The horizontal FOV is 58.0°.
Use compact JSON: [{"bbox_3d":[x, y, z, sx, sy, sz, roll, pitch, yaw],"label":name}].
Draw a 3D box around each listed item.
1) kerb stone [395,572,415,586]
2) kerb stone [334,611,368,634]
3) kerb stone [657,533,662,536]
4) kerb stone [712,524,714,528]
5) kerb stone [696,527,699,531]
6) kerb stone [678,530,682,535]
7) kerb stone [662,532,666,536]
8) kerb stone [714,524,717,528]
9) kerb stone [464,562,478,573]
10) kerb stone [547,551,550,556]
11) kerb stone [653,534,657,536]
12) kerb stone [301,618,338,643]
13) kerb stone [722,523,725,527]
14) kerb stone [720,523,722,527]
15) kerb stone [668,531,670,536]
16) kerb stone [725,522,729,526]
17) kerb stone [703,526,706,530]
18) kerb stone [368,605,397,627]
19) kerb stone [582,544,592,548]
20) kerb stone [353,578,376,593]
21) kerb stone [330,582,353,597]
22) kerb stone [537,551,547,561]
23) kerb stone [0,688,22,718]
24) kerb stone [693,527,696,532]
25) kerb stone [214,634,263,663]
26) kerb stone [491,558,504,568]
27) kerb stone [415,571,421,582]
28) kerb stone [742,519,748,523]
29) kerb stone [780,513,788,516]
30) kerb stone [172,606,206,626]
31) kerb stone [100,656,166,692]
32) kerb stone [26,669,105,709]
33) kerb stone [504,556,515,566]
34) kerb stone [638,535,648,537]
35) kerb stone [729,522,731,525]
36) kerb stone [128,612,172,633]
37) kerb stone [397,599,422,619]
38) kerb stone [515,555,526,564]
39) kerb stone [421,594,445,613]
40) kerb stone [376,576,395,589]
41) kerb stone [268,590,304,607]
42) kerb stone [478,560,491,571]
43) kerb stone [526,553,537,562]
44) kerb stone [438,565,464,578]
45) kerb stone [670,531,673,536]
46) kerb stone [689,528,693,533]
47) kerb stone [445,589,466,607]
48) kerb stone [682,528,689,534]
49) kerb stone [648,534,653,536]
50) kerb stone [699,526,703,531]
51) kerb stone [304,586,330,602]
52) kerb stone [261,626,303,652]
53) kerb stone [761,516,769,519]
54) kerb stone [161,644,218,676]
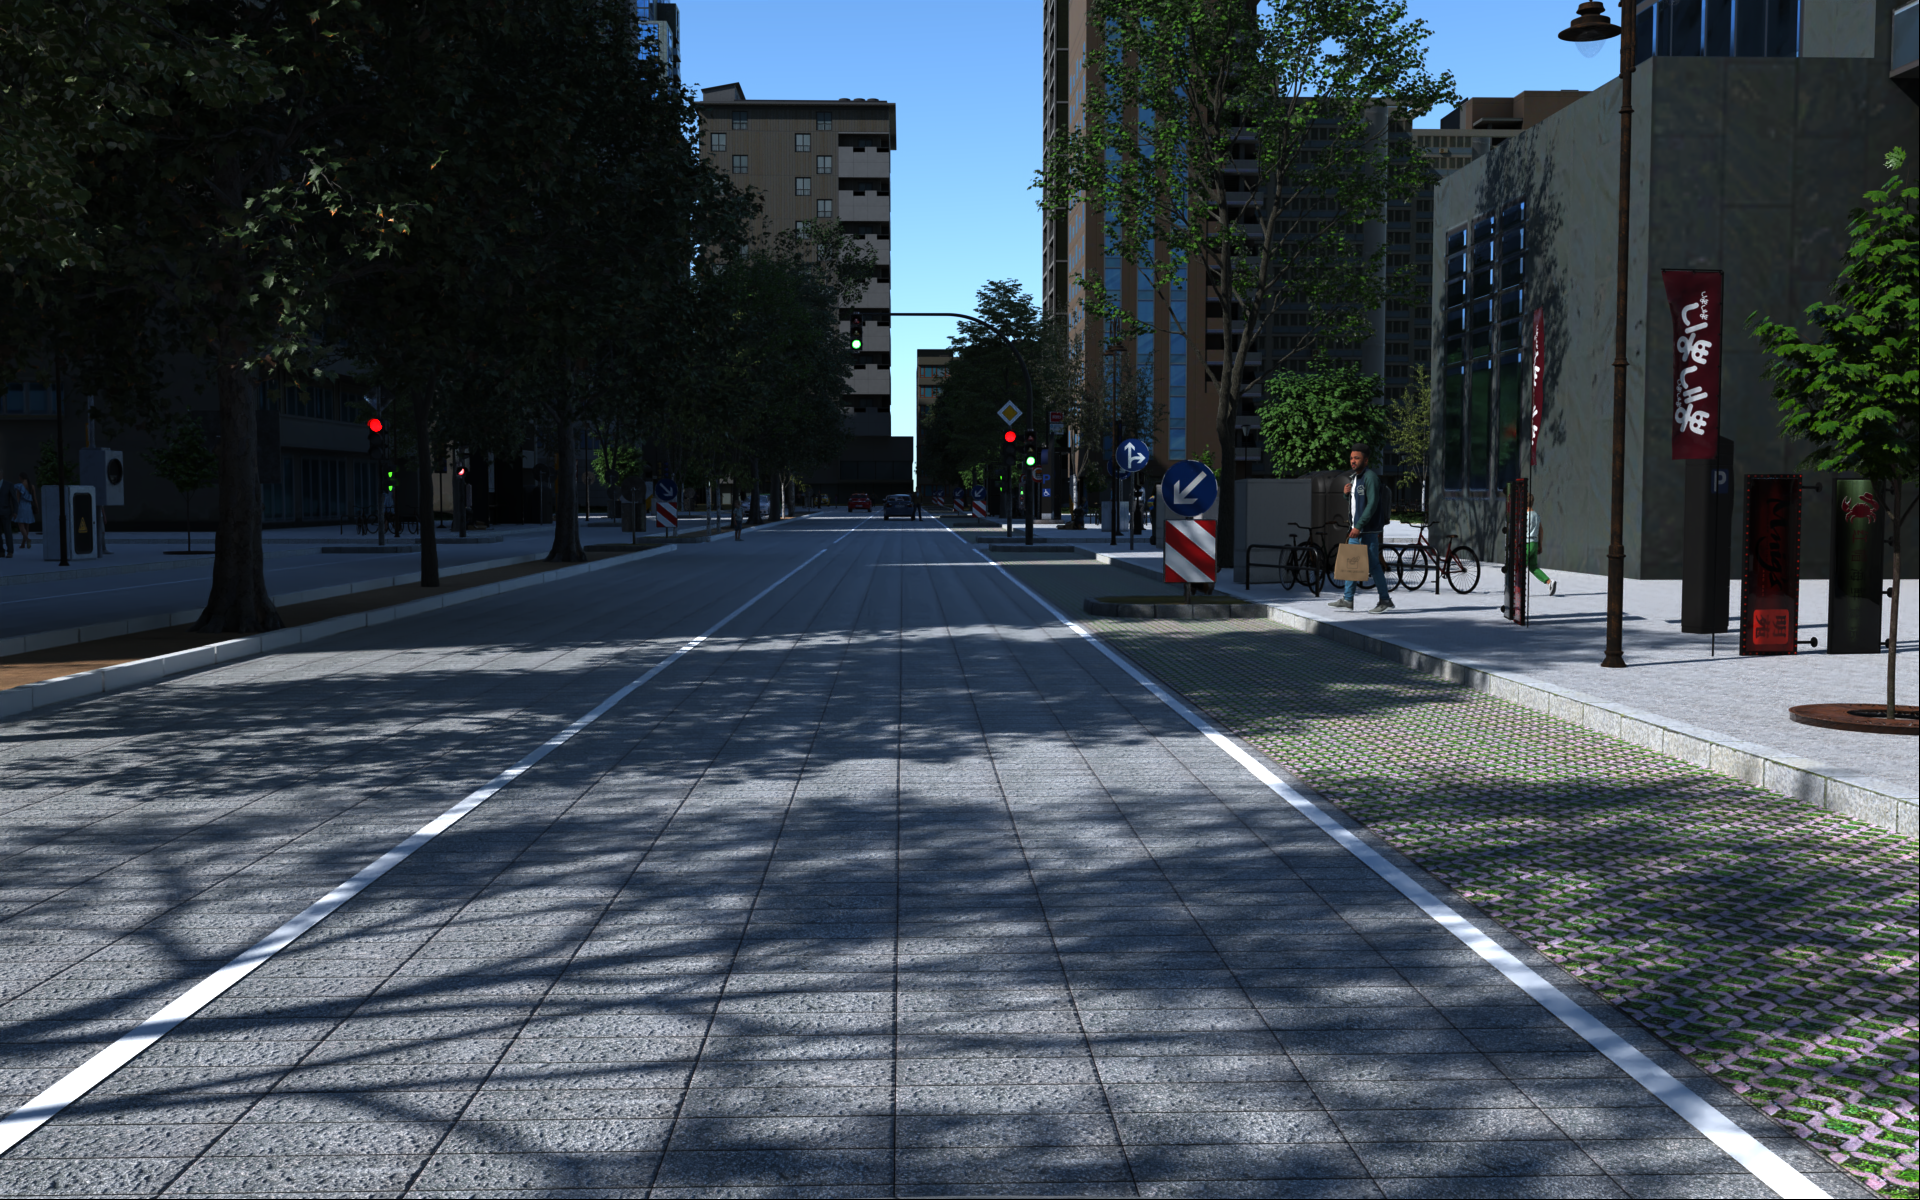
[{"bbox_3d":[-8.840,-0.312,27.339,0.120,0.150,1.000,0,4,-2],"label":"kerb stone"},{"bbox_3d":[-6.451,0.246,18.175,0.120,0.150,1.000,0,4,-2],"label":"kerb stone"},{"bbox_3d":[-9.779,-2.039,55.536,0.120,0.150,1.000,0,4,-2],"label":"kerb stone"},{"bbox_3d":[-10.280,-2.978,70.908,0.120,0.150,1.000,0,4,-2],"label":"kerb stone"},{"bbox_3d":[-10.110,-2.666,65.782,0.120,0.150,1.000,0,4,-2],"label":"kerb stone"},{"bbox_3d":[-9.939,-2.350,60.651,0.120,0.150,1.000,0,4,-2],"label":"kerb stone"},{"bbox_3d":[-9.804,-2.102,56.564,0.120,0.150,1.000,0,4,-2],"label":"kerb stone"},{"bbox_3d":[-10.316,-3.040,71.932,0.120,0.150,1.000,0,4,-2],"label":"kerb stone"},{"bbox_3d":[-8.979,-0.561,31.431,0.120,0.150,1.000,0,4,-2],"label":"kerb stone"},{"bbox_3d":[-9.220,-0.999,38.599,0.120,0.150,1.000,0,4,-2],"label":"kerb stone"},{"bbox_3d":[-9.739,-1.977,54.515,0.120,0.150,1.000,0,4,-2],"label":"kerb stone"},{"bbox_3d":[-6.407,0.315,17.149,0.120,0.150,1.000,0,4,-2],"label":"kerb stone"},{"bbox_3d":[-10.414,-3.229,74.997,0.120,0.150,1.000,0,4,-2],"label":"kerb stone"},{"bbox_3d":[-10.375,-3.162,73.976,0.120,0.150,1.000,0,4,-2],"label":"kerb stone"},{"bbox_3d":[-9.848,-2.165,57.585,0.120,0.150,1.000,0,4,-2],"label":"kerb stone"},{"bbox_3d":[-10.484,-3.354,77.040,0.120,0.150,1.000,0,4,-2],"label":"kerb stone"},{"bbox_3d":[-10.182,-2.790,67.834,0.120,0.150,1.000,0,4,-2],"label":"kerb stone"},{"bbox_3d":[-6.474,0.189,19.197,0.120,0.150,1.000,0,4,-2],"label":"kerb stone"},{"bbox_3d":[-9.378,-1.316,43.726,0.120,0.150,1.000,0,4,-2],"label":"kerb stone"},{"bbox_3d":[-8.780,-0.189,25.285,0.120,0.150,1.000,0,4,-2],"label":"kerb stone"},{"bbox_3d":[-8.755,-0.125,24.261,0.120,0.150,1.000,0,4,-2],"label":"kerb stone"},{"bbox_3d":[-9.179,-0.934,37.578,0.120,0.150,1.000,0,4,-2],"label":"kerb stone"},{"bbox_3d":[-6.203,0.689,10.996,0.120,0.150,1.000,0,4,-2],"label":"kerb stone"},{"bbox_3d":[-10.076,-2.603,64.760,0.120,0.150,1.000,0,4,-2],"label":"kerb stone"},{"bbox_3d":[-6.346,0.434,15.104,0.120,0.150,1.000,0,4,-2],"label":"kerb stone"},{"bbox_3d":[-9.049,-0.691,33.487,0.120,0.150,1.000,0,4,-2],"label":"kerb stone"},{"bbox_3d":[-8.881,-0.377,28.360,0.120,0.150,1.000,0,4,-2],"label":"kerb stone"},{"bbox_3d":[-10.824,-3.975,87.280,0.120,0.150,1.000,0,4,-2],"label":"kerb stone"},{"bbox_3d":[-11.767,-5.729,115.947,0.120,0.150,1.000,0,4,-2],"label":"kerb stone"},{"bbox_3d":[-8.572,0.196,19.146,0.120,0.150,1.000,0,4,-2],"label":"kerb stone"},{"bbox_3d":[-6.274,0.560,13.048,0.120,0.150,1.000,0,4,-2],"label":"kerb stone"},{"bbox_3d":[-6.243,0.623,12.017,0.120,0.150,1.000,0,4,-2],"label":"kerb stone"},{"bbox_3d":[-9.083,-0.753,34.508,0.120,0.150,1.000,0,4,-2],"label":"kerb stone"},{"bbox_3d":[-9.671,-1.852,52.468,0.120,0.150,1.000,0,4,-2],"label":"kerb stone"},{"bbox_3d":[-10.515,-3.417,78.062,0.120,0.150,1.000,0,4,-2],"label":"kerb stone"},{"bbox_3d":[-8.545,0.249,18.124,0.120,0.150,1.000,0,4,-2],"label":"kerb stone"},{"bbox_3d":[-6.508,0.128,20.228,0.120,0.150,1.000,0,4,-2],"label":"kerb stone"},{"bbox_3d":[-9.116,-0.816,35.530,0.120,0.150,1.000,0,4,-2],"label":"kerb stone"},{"bbox_3d":[-6.547,0.058,21.249,0.120,0.150,1.000,0,4,-2],"label":"kerb stone"},{"bbox_3d":[-8.822,-0.251,26.306,0.120,0.150,1.000,0,4,-2],"label":"kerb stone"},{"bbox_3d":[-8.675,0.000,22.210,0.120,0.150,1.000,0,4,-2],"label":"kerb stone"},{"bbox_3d":[-9.017,-0.627,32.459,0.120,0.150,1.000,0,4,-2],"label":"kerb stone"},{"bbox_3d":[-9.151,-0.878,36.551,0.120,0.150,1.000,0,4,-2],"label":"kerb stone"},{"bbox_3d":[-8.948,-0.502,30.406,0.120,0.150,1.000,0,4,-2],"label":"kerb stone"},{"bbox_3d":[-9.876,-2.221,58.608,0.120,0.150,1.000,0,4,-2],"label":"kerb stone"},{"bbox_3d":[-10.050,-2.540,63.724,0.120,0.150,1.000,0,4,-2],"label":"kerb stone"},{"bbox_3d":[-6.579,-0.004,22.270,0.120,0.150,1.000,0,4,-2],"label":"kerb stone"},{"bbox_3d":[-10.013,-2.477,62.702,0.120,0.150,1.000,0,4,-2],"label":"kerb stone"},{"bbox_3d":[-9.704,-1.914,53.490,0.120,0.150,1.000,0,4,-2],"label":"kerb stone"},{"bbox_3d":[-10.147,-2.728,66.803,0.120,0.150,1.000,0,4,-2],"label":"kerb stone"},{"bbox_3d":[-8.711,-0.063,23.231,0.120,0.150,1.000,0,4,-2],"label":"kerb stone"},{"bbox_3d":[-6.378,0.371,16.127,0.120,0.150,1.000,0,4,-2],"label":"kerb stone"},{"bbox_3d":[-11.223,-4.732,99.564,0.120,0.150,1.000,0,4,-2],"label":"kerb stone"},{"bbox_3d":[-6.314,0.500,14.073,0.120,0.150,1.000,0,4,-2],"label":"kerb stone"}]
